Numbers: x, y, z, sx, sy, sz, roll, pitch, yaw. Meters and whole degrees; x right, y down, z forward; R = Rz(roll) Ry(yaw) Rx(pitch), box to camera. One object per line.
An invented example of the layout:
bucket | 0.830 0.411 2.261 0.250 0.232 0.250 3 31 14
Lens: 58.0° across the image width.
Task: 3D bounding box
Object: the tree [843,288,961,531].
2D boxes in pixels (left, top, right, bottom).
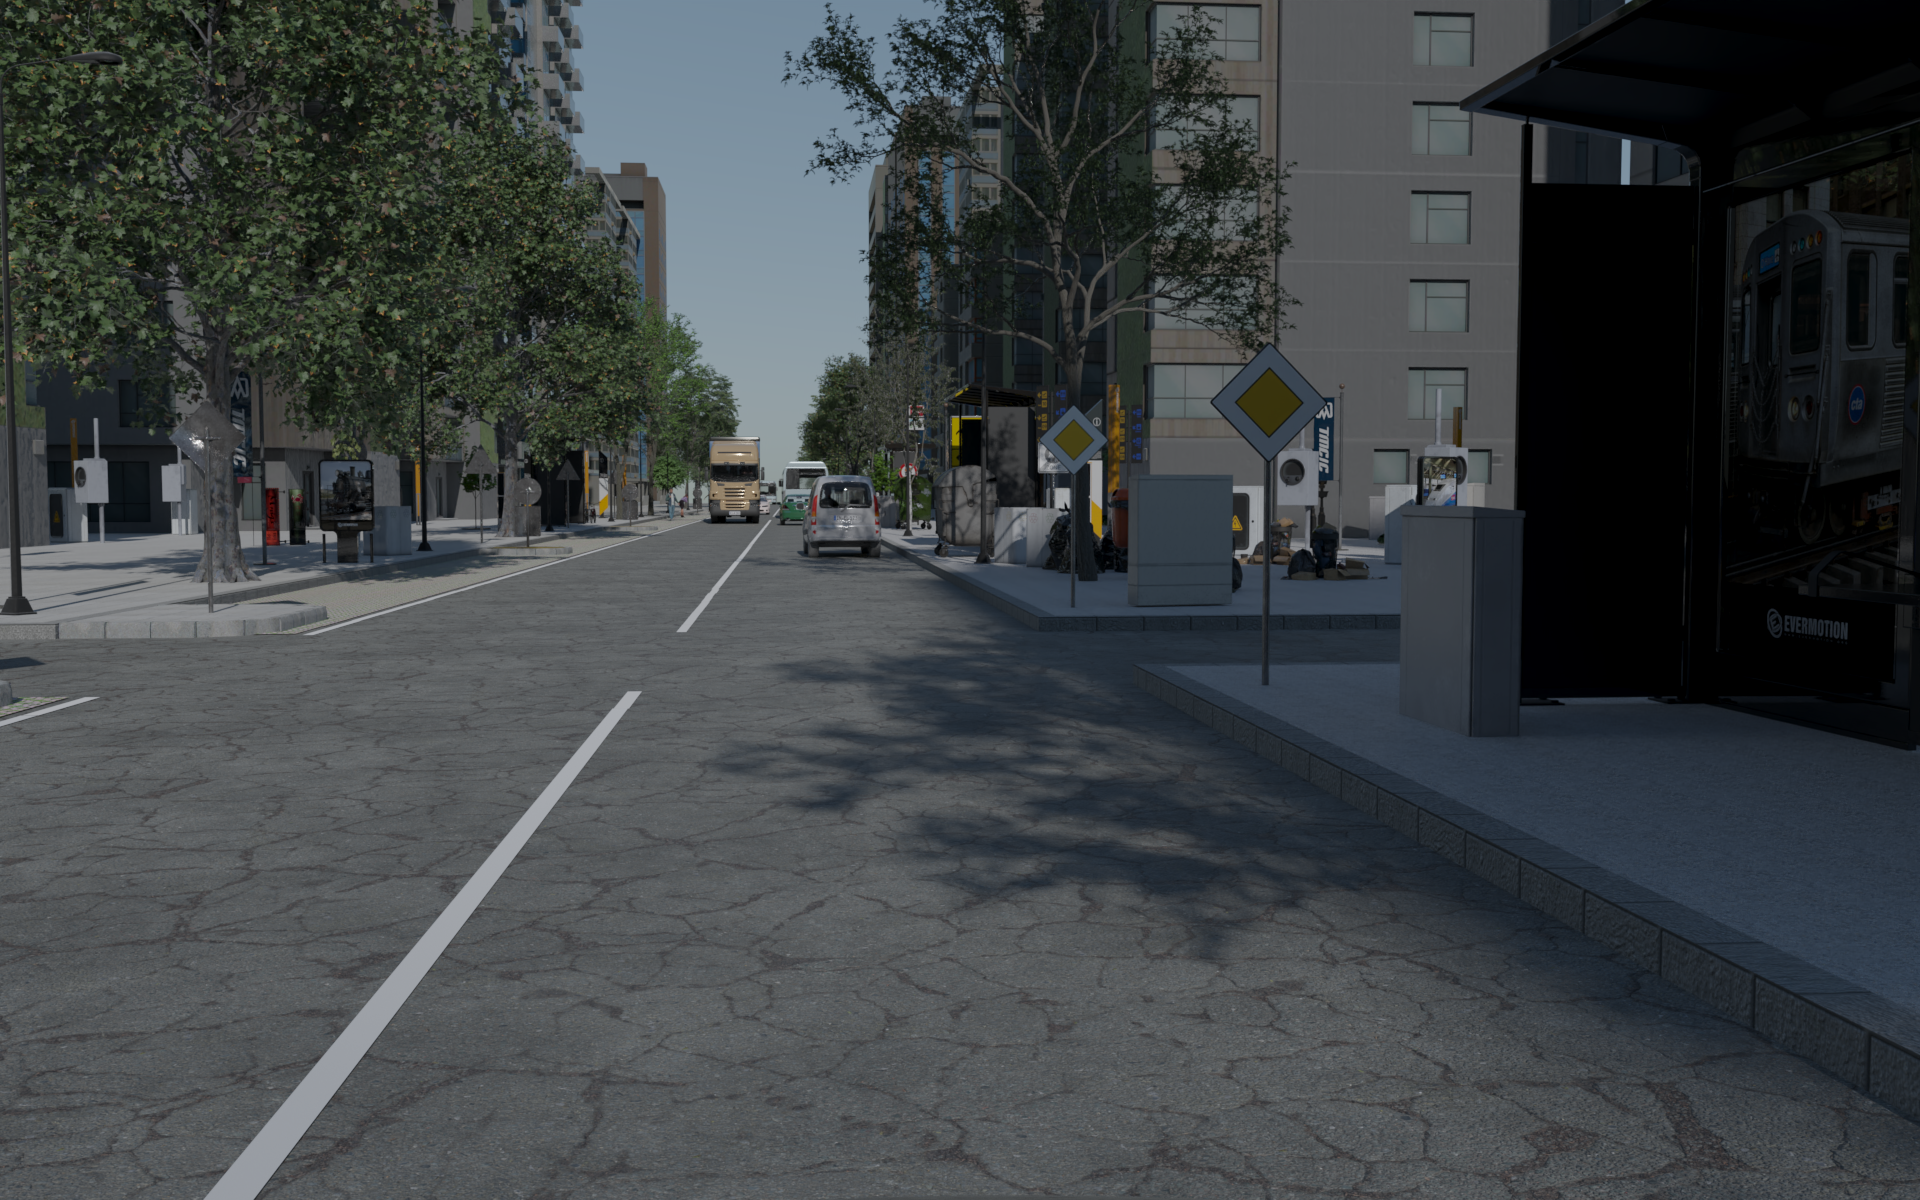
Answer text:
tree | -1.777 -6.623 58.641 4.360 8.622 3.978 0 3 0

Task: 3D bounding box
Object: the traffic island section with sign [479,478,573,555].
traffic island section with sign | -10.311 -1.997 41.279 1.989 1.847 2.006 0 4 -6

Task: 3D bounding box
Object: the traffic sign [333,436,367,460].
traffic sign | -13.360 -2.314 37.941 0.768 2.556 0.104 0 4 2

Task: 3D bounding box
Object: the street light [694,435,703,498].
street light | -20.988 -10.061 137.036 1.470 5.913 1.316 0 4 -6

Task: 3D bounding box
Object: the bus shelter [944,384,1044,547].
bus shelter | 0.754 -2.982 40.044 1.731 3.624 6.357 0 4 -5

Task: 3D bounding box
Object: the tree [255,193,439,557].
tree | -12.513 -5.174 34.956 4.737 8.622 4.395 0 3 0

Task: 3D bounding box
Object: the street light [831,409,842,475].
street light | -6.122 -7.445 94.261 1.470 5.913 1.316 0 4 -6

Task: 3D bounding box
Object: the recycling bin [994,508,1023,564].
recycling bin | 1.112 -1.198 32.143 0.722 1.027 0.722 -2 4 -31

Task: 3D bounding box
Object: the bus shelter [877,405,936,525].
bus shelter | -2.423 -5.977 75.353 2.179 5.291 8.768 0 4 -6

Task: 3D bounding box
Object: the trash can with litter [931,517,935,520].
trash can with litter | -1.912 -4.591 86.125 2.233 1.210 1.678 2 4 34

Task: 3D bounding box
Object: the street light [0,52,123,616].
street light | -9.498 -2.799 18.307 1.470 5.913 1.316 0 4 -6

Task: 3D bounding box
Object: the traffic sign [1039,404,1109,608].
traffic sign | 1.273 -0.971 19.515 0.795 2.450 0.064 0 4 -6

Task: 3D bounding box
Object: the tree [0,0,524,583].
tree | -10.809 -6.601 24.939 9.611 12.733 9.660 0 3 0

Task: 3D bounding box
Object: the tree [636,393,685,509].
tree | -23.773 -13.184 149.970 8.767 10.594 7.601 -1 4 -19

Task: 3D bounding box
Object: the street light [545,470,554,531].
street light | -13.574 -5.313 59.413 1.470 5.913 1.316 0 4 -6

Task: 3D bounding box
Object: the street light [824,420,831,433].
street light | -7.617 -8.298 108.208 1.470 5.913 1.316 0 4 -6

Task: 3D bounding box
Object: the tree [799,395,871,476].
tree | -11.447 -15.090 164.848 7.486 12.596 7.792 0 3 0

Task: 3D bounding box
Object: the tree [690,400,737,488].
tree | -29.717 -17.690 207.351 7.486 12.596 7.792 0 3 0

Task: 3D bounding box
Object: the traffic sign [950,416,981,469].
traffic sign | 0.879 -3.122 44.920 2.265 3.308 0.079 0 4 3

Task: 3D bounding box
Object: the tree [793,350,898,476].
tree | -8.793 -13.535 138.308 9.611 12.733 9.660 0 3 0

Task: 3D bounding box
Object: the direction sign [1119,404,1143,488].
direction sign | 4.295 -3.187 44.113 0.876 3.537 0.379 3 5 45

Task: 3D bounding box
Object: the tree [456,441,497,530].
tree | -17.589 -4.155 62.532 1.663 3.219 1.824 0 3 0

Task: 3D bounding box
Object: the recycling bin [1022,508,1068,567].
recycling bin | 1.647 -1.098 30.507 0.722 1.027 0.722 3 4 36

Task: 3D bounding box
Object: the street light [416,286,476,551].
street light | -11.500 -4.054 38.821 1.470 5.913 1.316 0 4 -6

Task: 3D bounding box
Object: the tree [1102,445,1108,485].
tree | 7.854 -5.810 78.713 4.285 4.588 4.351 0 3 0

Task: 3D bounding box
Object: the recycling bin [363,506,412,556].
recycling bin | -12.017 -1.455 36.339 0.722 1.027 0.722 2 4 27

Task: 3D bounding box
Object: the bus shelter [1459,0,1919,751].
bus shelter | 4.141 -0.992 7.503 1.731 3.624 6.357 0 4 -6

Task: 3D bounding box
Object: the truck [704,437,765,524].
truck | -11.270 -5.992 86.876 2.839 4.237 11.283 0 4 -7

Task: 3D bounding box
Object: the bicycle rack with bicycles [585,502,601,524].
bicycle rack with bicycles | -17.035 -3.860 76.499 2.852 0.926 2.925 0 4 3

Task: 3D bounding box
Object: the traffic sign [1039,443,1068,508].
traffic sign | 1.846 -1.964 34.236 0.606 2.300 0.079 0 4 1

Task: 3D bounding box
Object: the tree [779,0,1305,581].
tree | 1.581 -5.566 25.424 7.601 10.594 8.767 1 4 23

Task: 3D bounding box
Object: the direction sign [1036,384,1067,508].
direction sign | 1.906 -2.695 36.055 0.379 3.537 0.876 -3 5 -42

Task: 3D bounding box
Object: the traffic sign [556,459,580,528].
traffic sign | -14.680 -3.966 64.843 0.884 2.594 0.081 0 4 1

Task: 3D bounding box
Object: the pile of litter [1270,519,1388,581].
pile of litter | 5.658 -0.744 26.136 1.719 0.858 1.176 0 4 0

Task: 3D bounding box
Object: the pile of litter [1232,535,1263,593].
pile of litter | 3.184 -0.548 22.925 1.176 0.858 1.719 2 4 32

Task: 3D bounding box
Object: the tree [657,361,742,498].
tree | -25.415 -15.961 167.612 9.857 13.997 8.962 0 3 0

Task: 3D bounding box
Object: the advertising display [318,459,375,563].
advertising display | -11.403 -1.652 32.219 0.974 1.923 0.123 -1 4 -8

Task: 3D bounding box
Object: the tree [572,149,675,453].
tree | -13.280 -8.218 51.379 9.611 12.733 9.660 0 3 0

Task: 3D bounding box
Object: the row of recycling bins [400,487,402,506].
row of recycling bins | -24.797 -4.174 75.355 1.069 1.692 3.534 -1 4 -15

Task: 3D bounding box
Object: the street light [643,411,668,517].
street light | -17.014 -7.505 95.251 1.470 5.913 1.316 0 4 -6

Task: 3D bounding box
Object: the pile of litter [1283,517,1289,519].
pile of litter | 5.765 -1.076 31.559 1.176 0.858 1.719 -3 4 -38

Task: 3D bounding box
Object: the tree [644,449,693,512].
tree | -21.307 -8.720 126.278 4.285 4.588 4.351 0 3 0

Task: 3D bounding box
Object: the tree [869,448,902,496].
tree | -3.173 -4.546 68.928 1.663 3.219 1.824 0 3 0

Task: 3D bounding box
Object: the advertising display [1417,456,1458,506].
advertising display | 8.132 -1.487 29.529 0.974 1.923 0.123 -3 4 -38

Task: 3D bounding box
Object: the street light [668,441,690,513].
street light | -19.035 -8.774 116.000 1.470 5.913 1.316 0 4 -6

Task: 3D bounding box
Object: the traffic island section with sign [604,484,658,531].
traffic island section with sign | -12.925 -3.638 68.108 1.989 1.847 2.006 0 4 -6

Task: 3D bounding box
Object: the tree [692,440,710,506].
tree | -26.762 -14.271 183.698 4.360 8.622 3.978 0 3 0

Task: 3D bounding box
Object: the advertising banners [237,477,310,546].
advertising banners | -17.028 -2.850 42.793 0.090 3.025 2.074 2 4 34

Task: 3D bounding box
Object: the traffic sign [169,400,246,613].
traffic sign | -8.079 -0.917 18.627 0.795 2.450 0.064 0 4 -6

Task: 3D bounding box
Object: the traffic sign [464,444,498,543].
traffic sign | -12.465 -2.757 45.079 0.884 2.594 0.081 0 4 4

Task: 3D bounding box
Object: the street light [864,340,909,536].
street light | -2.113 -4.878 52.294 1.470 5.913 1.316 0 4 -6

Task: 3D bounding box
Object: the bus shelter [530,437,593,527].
bus shelter | -16.211 -4.858 70.709 1.731 3.624 6.357 0 4 -5

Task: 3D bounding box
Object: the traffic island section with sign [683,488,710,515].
traffic island section with sign | -17.731 -6.654 117.423 1.989 1.847 2.006 0 4 -6

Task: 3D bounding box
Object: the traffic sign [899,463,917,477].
traffic sign | -2.098 -4.304 70.474 0.768 2.556 0.104 0 4 4

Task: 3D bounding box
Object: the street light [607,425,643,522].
street light | -15.610 -6.578 80.085 1.470 5.913 1.316 0 4 -6

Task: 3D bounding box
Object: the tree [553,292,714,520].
tree | -16.968 -9.839 86.617 9.928 11.665 9.643 0 3 0

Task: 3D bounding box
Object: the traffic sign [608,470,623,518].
traffic sign | -18.362 -5.628 92.017 0.884 2.594 0.081 0 4 2

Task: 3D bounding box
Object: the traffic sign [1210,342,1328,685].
traffic sign | 2.048 -0.485 11.567 0.795 2.450 0.064 0 4 -6

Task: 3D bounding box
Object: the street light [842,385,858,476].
street light | -4.170 -6.190 73.743 1.470 5.913 1.316 0 4 -6

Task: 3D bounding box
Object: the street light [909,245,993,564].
street light | -0.106 -3.623 31.781 1.470 5.913 1.316 0 4 -6
